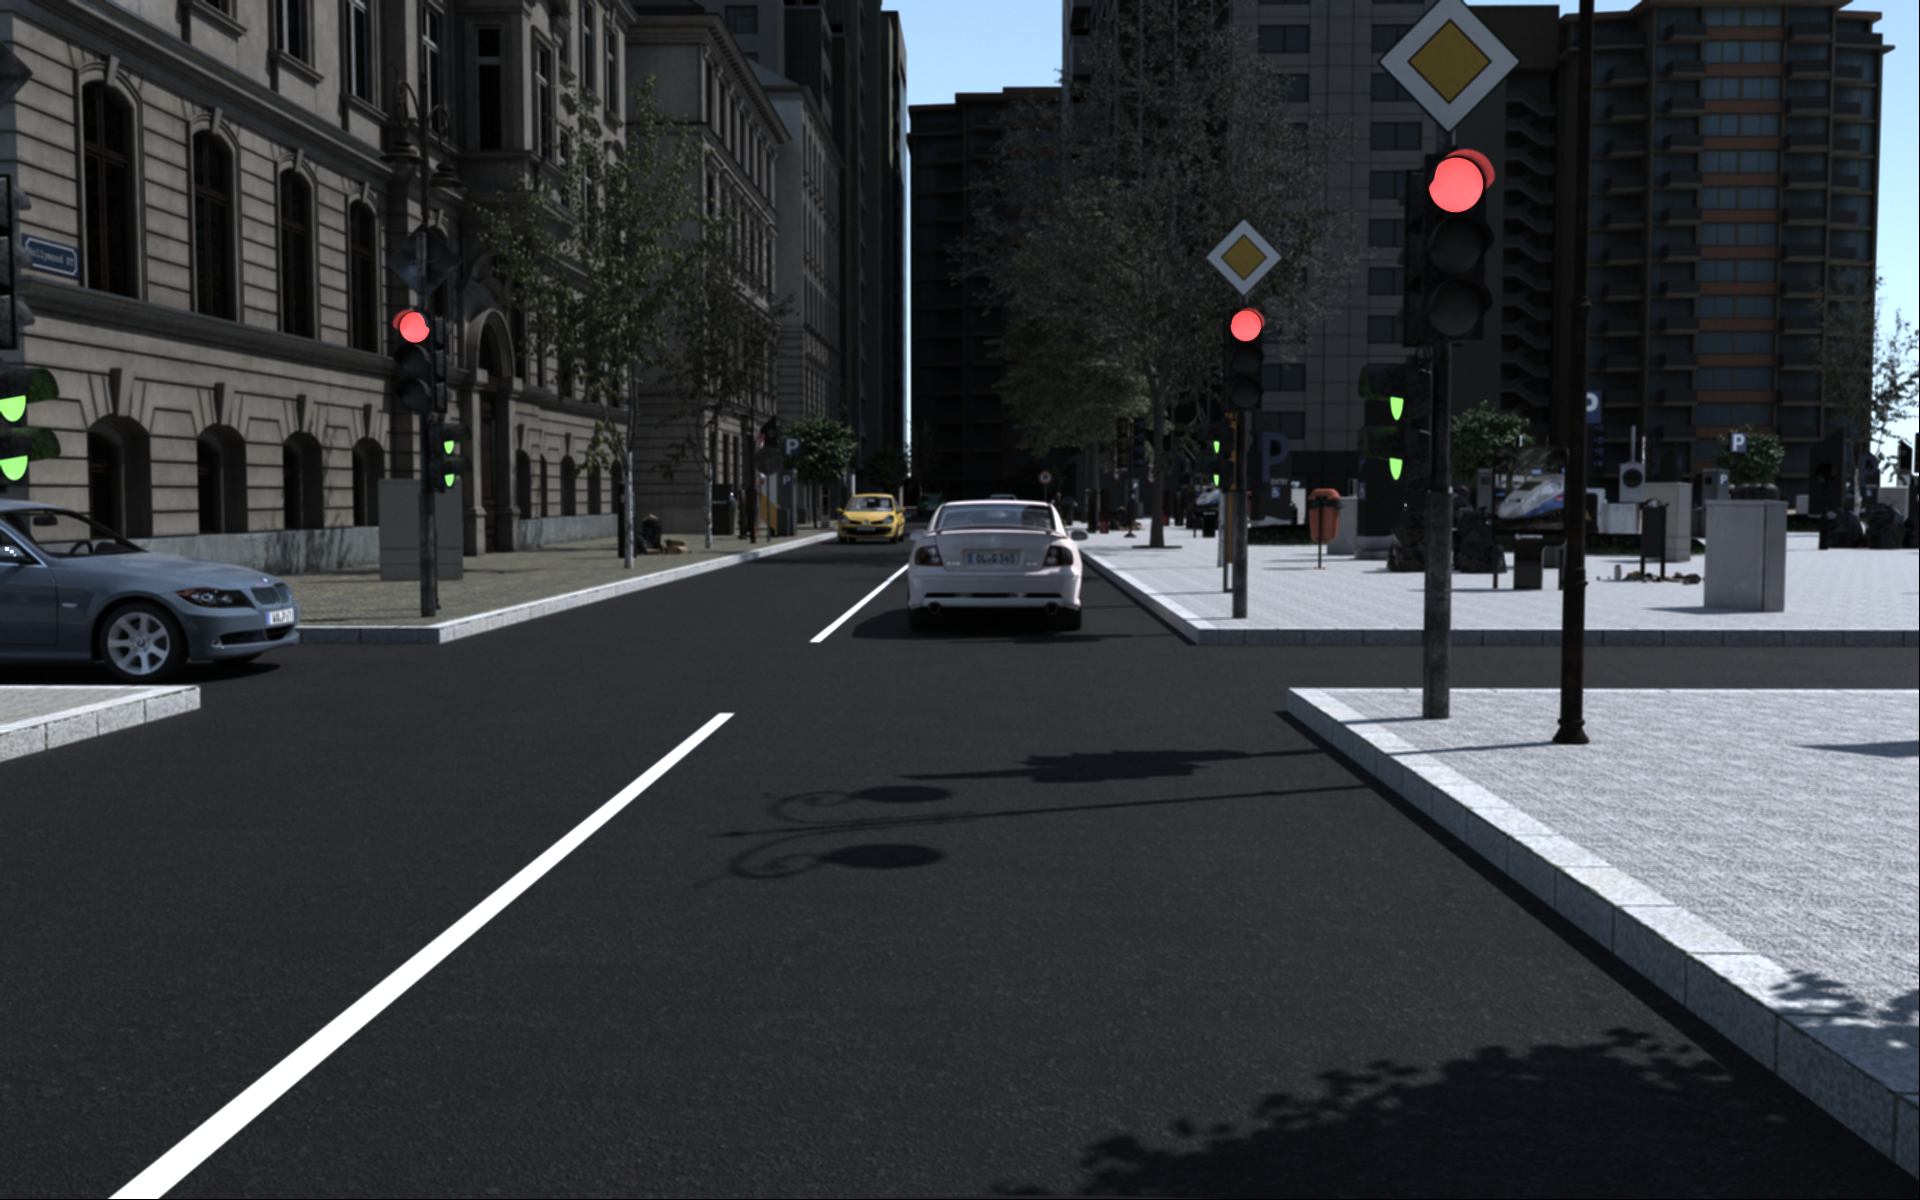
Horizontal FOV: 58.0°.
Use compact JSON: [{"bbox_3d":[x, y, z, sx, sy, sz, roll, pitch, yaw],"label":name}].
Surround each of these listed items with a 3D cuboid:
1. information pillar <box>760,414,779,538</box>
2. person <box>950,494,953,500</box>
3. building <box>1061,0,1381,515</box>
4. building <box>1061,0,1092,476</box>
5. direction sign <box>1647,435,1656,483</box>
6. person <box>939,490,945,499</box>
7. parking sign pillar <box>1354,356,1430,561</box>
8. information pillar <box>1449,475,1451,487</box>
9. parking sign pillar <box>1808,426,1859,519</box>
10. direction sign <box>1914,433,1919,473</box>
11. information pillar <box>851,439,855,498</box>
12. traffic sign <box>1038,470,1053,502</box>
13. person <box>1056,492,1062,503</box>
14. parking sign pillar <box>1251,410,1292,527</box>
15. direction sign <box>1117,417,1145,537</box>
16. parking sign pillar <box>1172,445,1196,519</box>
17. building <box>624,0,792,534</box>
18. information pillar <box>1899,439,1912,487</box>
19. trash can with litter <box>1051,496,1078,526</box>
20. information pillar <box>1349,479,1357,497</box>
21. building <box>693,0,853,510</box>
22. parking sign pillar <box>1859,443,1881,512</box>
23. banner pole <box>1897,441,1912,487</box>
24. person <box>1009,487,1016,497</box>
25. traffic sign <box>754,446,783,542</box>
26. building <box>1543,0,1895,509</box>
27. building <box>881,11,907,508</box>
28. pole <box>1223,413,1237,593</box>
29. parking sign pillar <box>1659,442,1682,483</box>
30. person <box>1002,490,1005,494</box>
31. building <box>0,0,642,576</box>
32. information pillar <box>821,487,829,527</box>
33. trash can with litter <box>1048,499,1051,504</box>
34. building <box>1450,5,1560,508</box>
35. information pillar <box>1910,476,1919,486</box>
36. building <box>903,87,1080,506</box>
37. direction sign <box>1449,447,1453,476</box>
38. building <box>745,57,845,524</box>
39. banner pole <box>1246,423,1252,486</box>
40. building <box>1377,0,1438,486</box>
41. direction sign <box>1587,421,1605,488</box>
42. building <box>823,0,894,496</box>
[{"bbox_3d":[-5.617,-3.643,50.920,0.504,3.616,0.183,-2,4,-27],"label":"information pillar"},{"bbox_3d":[-0.856,-9.029,159.382,0.557,1.426,1.065,2,4,26],"label":"person"},{"bbox_3d":[18.252,-42.171,127.748,20.563,71.187,20.611,0,4,1],"label":"building"},{"bbox_3d":[22.824,-34.434,152.231,28.713,52.752,27.495,0,4,1],"label":"building"},{"bbox_3d":[26.718,-4.587,66.998,0.379,3.537,0.876,0,4,5],"label":"direction sign"},{"bbox_3d":[-1.545,-7.534,132.418,1.217,1.736,0.721,3,5,43],"label":"person"},{"bbox_3d":[8.494,-2.781,33.940,1.447,3.967,1.447,-1,4,-11],"label":"parking sign pillar"},{"bbox_3d":[18.546,-3.767,66.077,0.304,2.012,0.304,0,4,8],"label":"information pillar"},{"bbox_3d":[34.791,-4.951,69.423,1.447,3.967,1.447,-3,4,-39],"label":"parking sign pillar"},{"bbox_3d":[35.572,-4.385,63.697,0.876,3.537,0.379,3,4,38],"label":"direction sign"},{"bbox_3d":[-4.552,-5.034,73.661,0.183,3.616,0.504,0,4,8],"label":"information pillar"},{"bbox_3d":[4.600,-5.699,93.288,0.768,2.556,0.104,0,4,7],"label":"traffic sign"},{"bbox_3d":[9.779,-10.041,172.670,1.348,1.824,0.705,-3,5,-43],"label":"person"},{"bbox_3d":[9.815,-4.044,54.590,1.447,3.967,1.447,-2,4,-30],"label":"parking sign pillar"},{"bbox_3d":[5.046,-3.625,51.261,0.876,3.537,0.379,2,4,29],"label":"direction sign"},{"bbox_3d":[11.879,-6.268,90.949,1.447,3.967,1.447,-2,4,-25],"label":"parking sign pillar"},{"bbox_3d":[-12.574,-12.203,64.150,10.561,19.102,19.286,0,4,1],"label":"building"},{"bbox_3d":[40.349,-5.053,73.973,0.504,3.616,0.183,1,4,20],"label":"information pillar"},{"bbox_3d":[4.260,-3.557,69.542,0.624,1.170,1.055,2,4,25],"label":"trash can with litter"},{"bbox_3d":[19.519,-4.989,86.057,0.304,2.012,0.304,-3,5,-43],"label":"information pillar"},{"bbox_3d":[-13.852,-20.148,101.126,14.160,30.474,14.107,0,4,1],"label":"building"},{"bbox_3d":[45.096,-5.976,86.178,1.447,3.967,1.447,-1,4,-14],"label":"parking sign pillar"},{"bbox_3d":[44.265,-5.586,81.342,0.863,3.779,0.401,0,4,-1],"label":"banner pole"},{"bbox_3d":[2.791,-5.280,94.833,0.705,1.822,1.348,2,4,34],"label":"person"},{"bbox_3d":[-5.118,-2.821,46.236,0.768,2.556,0.104,0,4,4],"label":"traffic sign"},{"bbox_3d":[66.114,-30.564,154.347,28.867,44.769,22.147,0,4,1],"label":"building"},{"bbox_3d":[-12.335,-31.157,159.532,14.200,45.320,14.600,0,4,1],"label":"building"},{"bbox_3d":[3.526,-1.753,22.508,0.158,3.312,0.155,0,3,0],"label":"pole"},{"bbox_3d":[37.259,-6.261,90.845,1.447,3.967,1.447,-1,4,-12],"label":"parking sign pillar"},{"bbox_3d":[4.083,-9.318,160.864,0.705,1.822,1.348,-1,4,-16],"label":"person"},{"bbox_3d":[-15.682,-13.303,36.594,14.460,24.649,34.723,0,4,1],"label":"building"},{"bbox_3d":[-5.237,-3.833,67.169,0.304,2.012,0.304,-1,4,-13],"label":"information pillar"},{"bbox_3d":[4.655,-4.767,89.324,0.624,1.170,1.055,-3,4,-37],"label":"trash can with litter"},{"bbox_3d":[44.646,-31.047,157.732,14.200,45.320,14.600,0,4,1],"label":"building"},{"bbox_3d":[38.085,-3.949,69.053,0.304,2.012,0.304,-1,4,-11],"label":"information pillar"},{"bbox_3d":[7.201,-32.701,189.292,28.867,44.769,22.147,0,4,1],"label":"building"},{"bbox_3d":[20.773,-4.999,73.730,0.379,3.537,0.876,3,5,43],"label":"direction sign"},{"bbox_3d":[-11.131,-14.291,82.808,9.793,20.994,18.267,0,4,1],"label":"building"},{"bbox_3d":[10.132,-4.296,60.256,0.863,3.779,0.401,1,4,22],"label":"banner pole"},{"bbox_3d":[17.343,-40.914,107.190,20.563,71.187,20.611,0,4,1],"label":"building"},{"bbox_3d":[19.611,-3.793,54.020,0.876,3.537,0.379,1,4,20],"label":"direction sign"},{"bbox_3d":[-12.957,-28.161,144.029,14.154,41.232,14.086,0,4,1],"label":"building"}]
